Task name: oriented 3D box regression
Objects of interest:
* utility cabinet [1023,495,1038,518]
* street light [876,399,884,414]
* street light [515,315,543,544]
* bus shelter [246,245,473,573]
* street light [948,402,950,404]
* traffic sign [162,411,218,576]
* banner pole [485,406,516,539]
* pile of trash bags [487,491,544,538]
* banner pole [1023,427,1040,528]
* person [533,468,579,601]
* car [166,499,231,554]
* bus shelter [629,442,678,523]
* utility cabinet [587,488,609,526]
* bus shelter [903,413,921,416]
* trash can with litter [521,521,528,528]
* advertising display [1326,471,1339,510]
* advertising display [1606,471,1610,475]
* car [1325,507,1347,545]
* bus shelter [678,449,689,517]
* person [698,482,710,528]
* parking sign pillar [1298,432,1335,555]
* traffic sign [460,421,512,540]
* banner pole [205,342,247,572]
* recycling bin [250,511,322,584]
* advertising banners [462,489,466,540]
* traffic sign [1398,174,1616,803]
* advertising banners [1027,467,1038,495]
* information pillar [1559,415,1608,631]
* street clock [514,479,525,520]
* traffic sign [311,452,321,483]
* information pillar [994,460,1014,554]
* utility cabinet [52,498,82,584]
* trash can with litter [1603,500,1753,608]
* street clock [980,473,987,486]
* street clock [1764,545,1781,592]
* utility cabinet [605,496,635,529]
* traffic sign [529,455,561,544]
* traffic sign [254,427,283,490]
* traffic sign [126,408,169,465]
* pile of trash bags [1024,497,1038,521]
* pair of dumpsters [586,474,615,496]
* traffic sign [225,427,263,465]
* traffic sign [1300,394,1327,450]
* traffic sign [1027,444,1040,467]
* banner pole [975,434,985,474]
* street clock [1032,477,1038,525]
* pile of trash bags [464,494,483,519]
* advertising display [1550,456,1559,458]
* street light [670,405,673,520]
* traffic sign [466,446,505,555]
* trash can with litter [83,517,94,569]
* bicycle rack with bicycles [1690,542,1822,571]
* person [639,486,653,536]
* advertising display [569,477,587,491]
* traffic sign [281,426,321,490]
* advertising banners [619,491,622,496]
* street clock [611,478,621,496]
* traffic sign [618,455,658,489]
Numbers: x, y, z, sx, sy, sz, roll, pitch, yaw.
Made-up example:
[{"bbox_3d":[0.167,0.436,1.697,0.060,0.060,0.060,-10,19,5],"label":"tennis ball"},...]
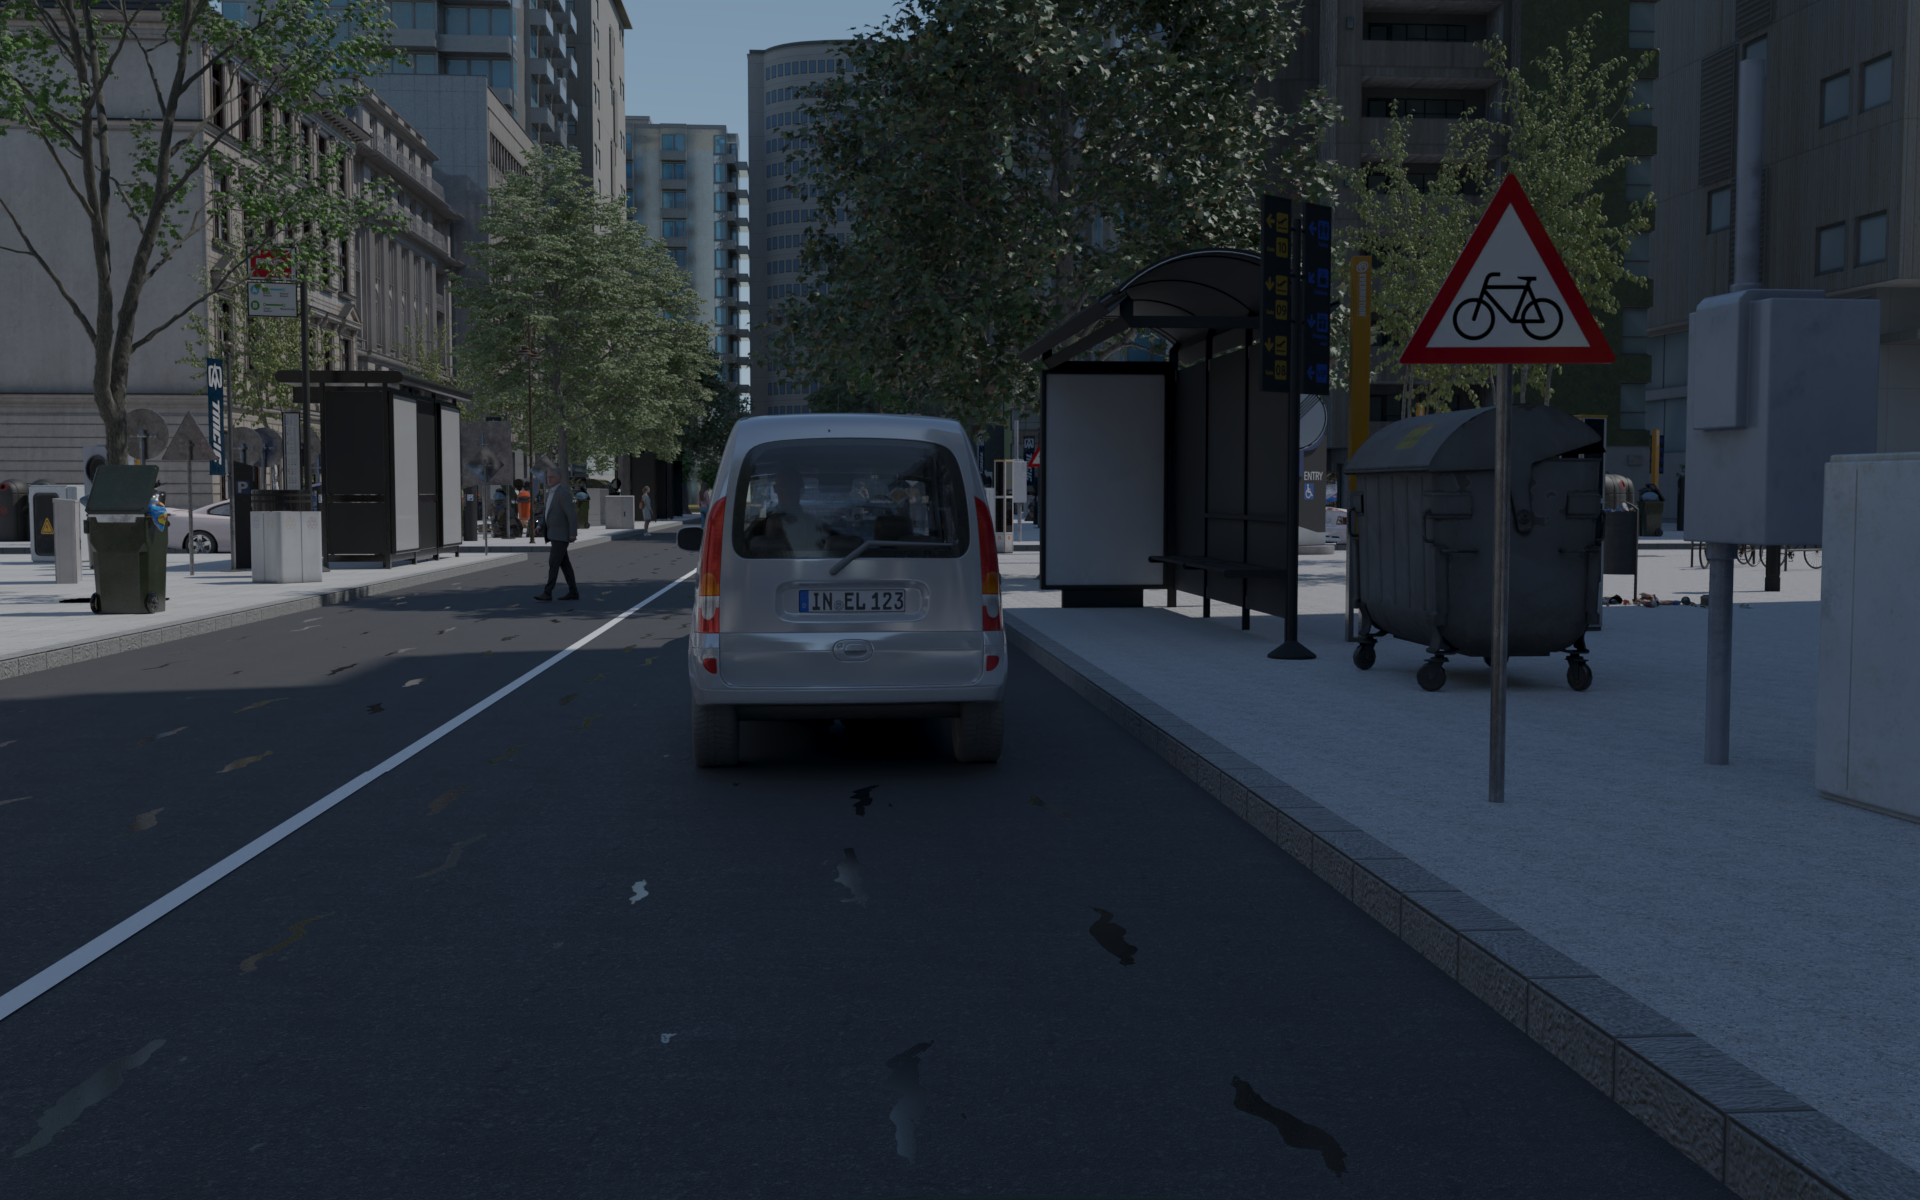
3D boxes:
[{"bbox_3d":[3.849,-5.085,94.302,0.306,1.237,1.020,3,4,38],"label":"utility cabinet"},{"bbox_3d":[-3.612,-6.401,77.440,0.468,5.910,1.993,0,4,-5],"label":"street light"},{"bbox_3d":[-11.097,-4.402,44.760,0.468,5.910,1.993,0,4,-5],"label":"street light"},{"bbox_3d":[-10.634,-3.251,30.792,2.179,5.291,8.768,0,4,-5],"label":"bus shelter"},{"bbox_3d":[-0.212,-3.879,36.212,0.468,5.910,1.993,0,4,-5],"label":"street light"},{"bbox_3d":[-12.102,-1.665,27.224,0.884,2.594,0.081,0,3,0],"label":"traffic sign"},{"bbox_3d":[-13.101,-3.625,49.283,0.863,3.779,0.401,0,4,8],"label":"banner pole"},{"bbox_3d":[-13.191,-2.597,52.218,1.912,1.369,3.447,-1,4,-13],"label":"pile of trash bags"},{"bbox_3d":[2.739,-4.586,64.996,0.863,3.779,0.401,2,4,24],"label":"banner pole"},{"bbox_3d":[-5.449,-0.875,23.197,0.661,1.777,0.834,3,5,40],"label":"person"},{"bbox_3d":[-15.360,-1.620,38.853,4.827,1.381,2.083,0,4,-4],"label":"car"},{"bbox_3d":[-14.486,-5.499,81.199,1.731,3.624,6.357,0,4,-5],"label":"bus shelter"},{"bbox_3d":[-15.124,-3.848,71.592,1.173,1.500,0.318,-2,4,-29],"label":"utility cabinet"},{"bbox_3d":[-2.801,-6.482,83.611,2.179,5.291,8.768,0,4,-5],"label":"bus shelter"},{"bbox_3d":[-16.600,-3.273,64.906,1.055,1.170,0.624,1,4,13],"label":"trash can with litter"},{"bbox_3d":[10.091,-2.641,48.387,0.974,1.923,0.123,2,4,24],"label":"advertising display"},{"bbox_3d":[18.163,-2.709,49.499,0.123,1.923,0.974,-1,4,-22],"label":"advertising display"},{"bbox_3d":[11.153,-1.790,41.629,4.827,1.381,2.083,0,4,-4],"label":"car"},{"bbox_3d":[-15.704,-6.244,93.370,1.731,3.624,6.357,0,4,-5],"label":"bus shelter"},{"bbox_3d":[-8.163,-2.883,55.649,0.555,1.821,0.388,2,4,26],"label":"person"},{"bbox_3d":[7.299,-2.971,37.045,1.447,3.967,1.447,-3,5,-44],"label":"parking sign pillar"},{"bbox_3d":[-13.694,-3.346,48.587,2.265,3.308,0.079,0,4,3],"label":"traffic sign"},{"bbox_3d":[-12.051,-2.342,28.312,0.401,3.779,0.863,0,4,8],"label":"banner pole"},{"bbox_3d":[-9.780,-0.770,25.150,0.722,1.027,0.722,2,4,35],"label":"recycling bin"},{"bbox_3d":[-13.715,-3.118,47.168,0.090,3.025,2.074,0,4,-5],"label":"advertising banners"},{"bbox_3d":[2.235,-0.437,7.143,0.884,2.594,0.081,0,4,0],"label":"traffic sign"},{"bbox_3d":[4.238,-6.552,103.317,2.074,3.025,0.090,-3,4,-37],"label":"advertising banners"},{"bbox_3d":[5.829,-0.719,16.256,0.304,2.012,0.304,-1,4,-22],"label":"information pillar"},{"bbox_3d":[-20.845,-4.732,81.940,0.471,2.002,0.358,0,4,7],"label":"street clock"},{"bbox_3d":[-13.483,-2.098,36.424,0.606,2.300,0.079,0,4,5],"label":"traffic sign"},{"bbox_3d":[0.945,-2.010,37.353,0.304,2.012,0.304,3,5,40],"label":"information pillar"},{"bbox_3d":[-12.952,-0.856,25.164,0.306,1.237,1.020,-1,4,-23],"label":"utility cabinet"},{"bbox_3d":[7.899,-0.543,19.944,2.233,1.210,1.678,3,4,38],"label":"trash can with litter"},{"bbox_3d":[0.693,-3.385,59.921,0.358,2.002,0.471,-3,5,-41],"label":"street clock"},{"bbox_3d":[10.730,-1.116,22.815,0.358,2.002,0.471,2,4,26],"label":"street clock"},{"bbox_3d":[-12.440,-3.191,63.328,1.020,1.237,0.306,0,4,-3],"label":"utility cabinet"},{"bbox_3d":[-10.558,-2.474,44.099,0.795,2.450,0.064,0,4,-5],"label":"traffic sign"},{"bbox_3d":[-13.293,-2.018,33.098,0.768,2.556,0.104,0,4,-2],"label":"traffic sign"},{"bbox_3d":[-12.142,-1.569,25.760,0.768,2.556,0.104,0,4,3],"label":"traffic sign"},{"bbox_3d":[4.508,-4.357,80.987,1.912,1.369,3.447,-2,4,-30],"label":"pile of trash bags"},{"bbox_3d":[-17.049,-4.805,81.059,1.574,2.255,4.437,0,4,-5],"label":"pair of dumpsters"},{"bbox_3d":[-13.550,-1.996,32.735,0.768,2.556,0.104,0,4,4],"label":"traffic sign"},{"bbox_3d":[3.887,-1.232,20.251,0.768,2.556,0.104,0,4,2],"label":"traffic sign"},{"bbox_3d":[1.762,-2.093,34.218,0.884,2.594,0.081,0,4,5],"label":"traffic sign"},{"bbox_3d":[0.692,-4.361,61.327,0.401,3.779,0.863,2,4,28],"label":"banner pole"},{"bbox_3d":[3.170,-4.151,72.443,0.358,2.002,0.471,-1,4,-12],"label":"street clock"},{"bbox_3d":[-25.042,-4.824,88.632,1.912,1.369,3.447,0,4,-8],"label":"pile of trash bags"},{"bbox_3d":[7.772,-1.128,23.660,0.974,1.923,0.123,-1,4,-12],"label":"advertising display"},{"bbox_3d":[-14.547,-6.991,87.090,0.468,5.910,1.993,0,4,-5],"label":"street light"},{"bbox_3d":[-9.897,-1.988,36.141,0.795,2.450,0.064,0,4,-5],"label":"traffic sign"},{"bbox_3d":[-14.383,-1.112,29.571,1.055,1.170,0.624,1,4,9],"label":"trash can with litter"},{"bbox_3d":[13.775,-1.012,29.936,2.925,0.926,2.852,-2,4,-30],"label":"bicycle rack with bicycles"},{"bbox_3d":[-10.806,-3.071,59.708,0.522,1.701,0.512,-2,4,-35],"label":"person"},{"bbox_3d":[-14.463,-3.648,64.866,0.974,1.923,0.123,-2,4,-32],"label":"advertising display"},{"bbox_3d":[-12.335,-1.977,32.429,0.768,2.556,0.104,0,4,4],"label":"traffic sign"},{"bbox_3d":[-18.116,-5.924,93.051,0.090,3.025,2.074,-2,4,-29],"label":"advertising banners"},{"bbox_3d":[-15.858,-4.609,79.931,0.471,2.002,0.358,-1,4,-11],"label":"street clock"},{"bbox_3d":[-16.595,-5.870,89.844,2.265,3.308,0.079,0,4,-4],"label":"traffic sign"}]
